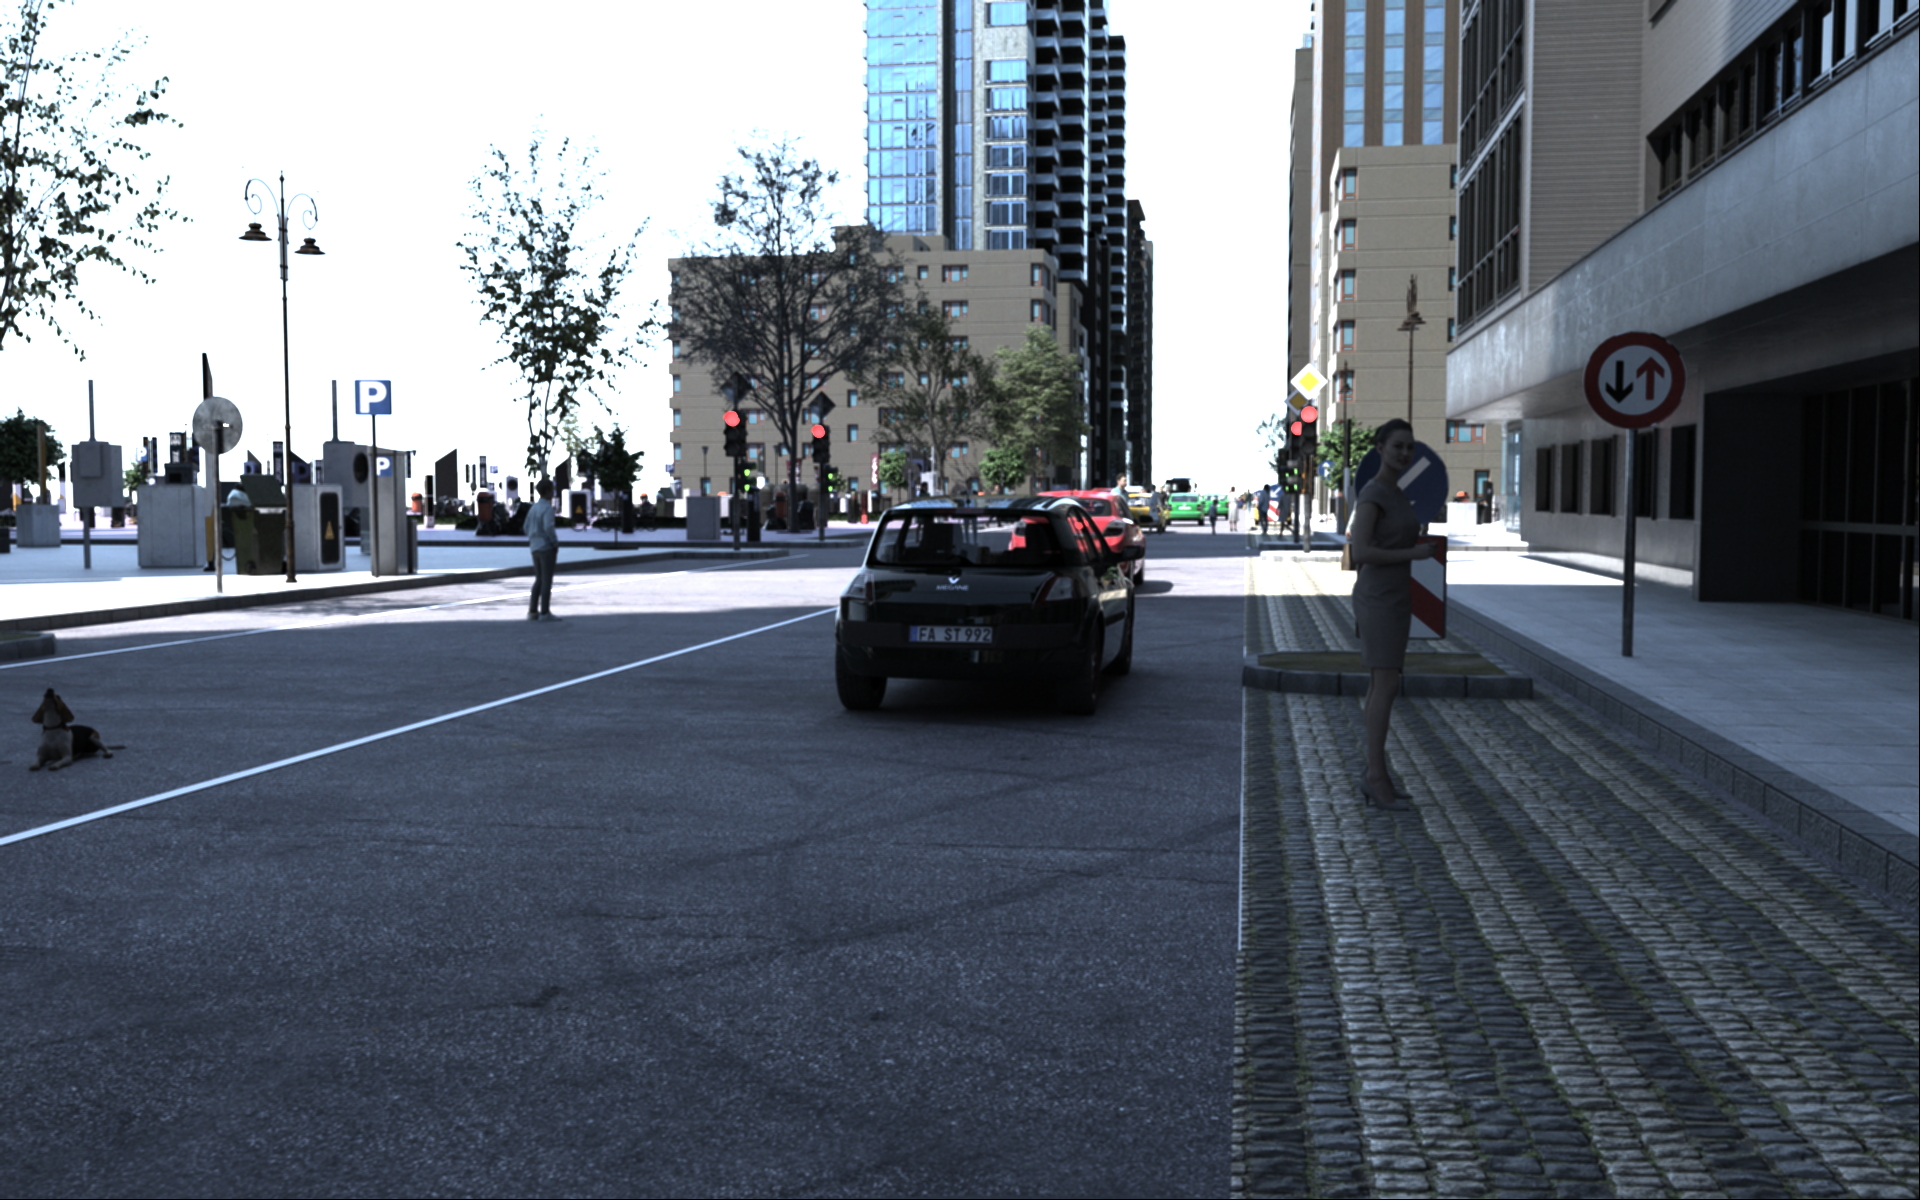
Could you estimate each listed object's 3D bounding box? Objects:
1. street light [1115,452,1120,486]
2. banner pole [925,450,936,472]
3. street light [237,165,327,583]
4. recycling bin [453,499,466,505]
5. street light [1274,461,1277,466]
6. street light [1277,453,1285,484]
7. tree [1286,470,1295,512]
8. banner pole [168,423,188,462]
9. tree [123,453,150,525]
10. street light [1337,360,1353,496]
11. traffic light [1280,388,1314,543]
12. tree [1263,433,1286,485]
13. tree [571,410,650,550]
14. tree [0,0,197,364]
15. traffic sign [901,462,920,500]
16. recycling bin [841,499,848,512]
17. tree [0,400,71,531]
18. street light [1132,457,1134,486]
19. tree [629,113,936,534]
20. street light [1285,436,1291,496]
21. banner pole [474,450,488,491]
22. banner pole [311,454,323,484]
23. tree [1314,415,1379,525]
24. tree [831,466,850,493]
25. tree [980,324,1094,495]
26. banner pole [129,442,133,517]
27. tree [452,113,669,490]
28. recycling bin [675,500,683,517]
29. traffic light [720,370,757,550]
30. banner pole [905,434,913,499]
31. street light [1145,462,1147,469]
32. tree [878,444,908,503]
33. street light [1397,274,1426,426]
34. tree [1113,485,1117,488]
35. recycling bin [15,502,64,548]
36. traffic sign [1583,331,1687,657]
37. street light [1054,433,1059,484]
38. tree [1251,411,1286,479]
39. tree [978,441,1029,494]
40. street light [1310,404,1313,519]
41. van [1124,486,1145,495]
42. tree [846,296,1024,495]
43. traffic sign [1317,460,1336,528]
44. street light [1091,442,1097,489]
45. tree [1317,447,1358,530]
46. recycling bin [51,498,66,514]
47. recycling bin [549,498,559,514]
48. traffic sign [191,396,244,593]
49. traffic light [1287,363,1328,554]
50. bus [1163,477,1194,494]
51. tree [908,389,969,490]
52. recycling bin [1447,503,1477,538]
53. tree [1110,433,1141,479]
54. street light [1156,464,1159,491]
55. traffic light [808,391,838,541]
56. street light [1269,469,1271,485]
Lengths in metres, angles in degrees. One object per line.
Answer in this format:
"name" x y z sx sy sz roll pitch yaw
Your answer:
"street light" 16.697 -12.879 183.351 0.468 5.910 1.993 1 4 9
"banner pole" -1.774 -6.649 98.725 0.863 3.779 0.401 1 4 14
"street light" -9.649 -3.182 24.816 0.468 5.910 1.993 1 4 9
"recycling bin" -26.961 -4.922 93.026 0.722 1.027 0.722 -2 4 -29
"street light" 35.542 -13.528 193.973 0.468 5.910 1.993 1 4 9
"street light" 30.584 -11.704 164.143 0.468 5.910 1.993 1 4 9
"tree" 27.059 -9.026 142.173 1.663 3.219 1.824 0 3 0
"banner pole" -27.385 -4.334 60.871 0.863 3.779 0.401 0 4 2
"tree" -33.746 -4.698 71.419 1.663 3.219 1.824 0 3 0
"street light" 13.275 -5.322 59.795 0.468 5.910 1.993 1 4 9
"traffic light" 8.781 -3.441 45.178 0.839 4.253 0.868 1 4 9
"tree" 37.840 -15.398 202.123 4.737 8.622 4.395 0 3 0
"tree" -7.889 -2.776 39.982 1.663 3.219 1.824 0 3 0
"tree" -11.052 -4.234 19.591 4.360 8.622 3.978 0 3 0
"traffic sign" -1.967 -4.187 68.568 0.768 2.556 0.104 1 4 14
"recycling bin" -6.271 -5.092 95.808 0.722 1.027 0.722 -2 4 -33
"tree" -32.880 -4.717 60.834 4.285 4.588 4.351 0 3 0
"street light" 20.467 -14.224 205.352 0.468 5.910 1.993 1 4 9
"tree" -5.563 -8.940 56.532 12.009 13.543 11.850 0 3 0
"street light" 25.795 -9.932 135.170 0.468 5.910 1.993 1 4 9
"banner pole" -27.020 -6.577 97.554 0.863 3.779 0.401 -2 4 -24
"banner pole" -40.287 -7.239 108.368 0.863 3.779 0.401 -2 4 -32
"tree" 16.168 -5.379 71.667 4.285 4.588 4.351 0 3 0
"tree" -8.342 -7.568 118.345 1.663 3.219 1.824 0 3 0
"tree" 5.045 -12.077 115.593 7.486 12.596 7.792 0 3 0
"banner pole" -39.408 -5.650 82.398 0.401 3.779 0.863 -2 4 -28
"tree" -8.162 -5.154 34.627 4.737 8.622 4.395 0 3 0
"recycling bin" -12.744 -4.148 80.370 0.722 1.027 0.722 -3 5 -41
"traffic light" -5.068 -3.085 39.355 0.839 4.253 0.868 1 4 9
"banner pole" -2.103 -5.012 71.958 0.401 3.779 0.863 1 4 20
"street light" 25.158 -15.997 234.342 0.468 5.910 1.993 1 4 9
"tree" -3.865 -7.833 111.777 4.285 4.588 4.351 0 3 0
"street light" 9.508 -3.903 36.597 0.468 5.910 1.993 1 4 9
"tree" 17.918 -12.141 193.108 1.663 3.219 1.824 0 3 0
"recycling bin" -22.331 -1.798 41.955 0.722 1.027 0.722 2 4 32
"traffic sign" 5.278 -0.827 13.622 0.768 2.556 0.104 1 4 12
"street light" 6.818 -9.249 124.009 0.468 5.910 1.993 1 4 9
"tree" 38.934 -17.340 209.259 9.928 11.665 9.643 0 3 0
"tree" 2.673 -7.422 105.058 4.285 4.588 4.351 0 3 0
"street light" 18.138 -7.130 89.364 0.468 5.910 1.993 1 4 9
"van" 9.140 -5.278 93.302 2.013 2.044 4.112 1 4 11
"tree" -0.848 -8.967 81.019 8.767 10.594 7.601 -2 4 -31
"traffic sign" 13.844 -3.986 65.272 0.768 2.556 0.104 1 4 11
"street light" 11.857 -11.087 154.055 0.468 5.910 1.993 1 4 9
"tree" 13.920 -4.139 62.269 1.663 3.219 1.824 0 3 0
"recycling bin" -57.357 -5.963 110.048 0.722 1.027 0.722 1 4 18
"recycling bin" -25.862 -5.942 109.704 0.722 1.027 0.722 1 4 14
"traffic sign" -9.621 -1.365 22.431 0.768 2.556 0.104 1 4 13
"traffic light" 7.475 -2.959 37.300 0.839 4.253 0.868 1 4 9
"bus" 23.248 -11.523 183.268 2.948 3.499 13.247 1 4 10
"tree" -1.526 -10.418 120.701 4.360 8.622 3.978 0 3 0
"recycling bin" 14.919 -2.380 51.467 0.722 1.027 0.722 0 4 2
"tree" 18.425 -15.152 198.092 4.360 8.622 3.978 0 3 0
"street light" 30.012 -17.769 263.305 0.468 5.910 1.993 1 4 9
"traffic light" -3.763 -3.566 47.233 0.839 4.253 0.868 1 4 9
"street light" 39.461 -14.975 217.632 0.468 5.910 1.993 1 4 9
